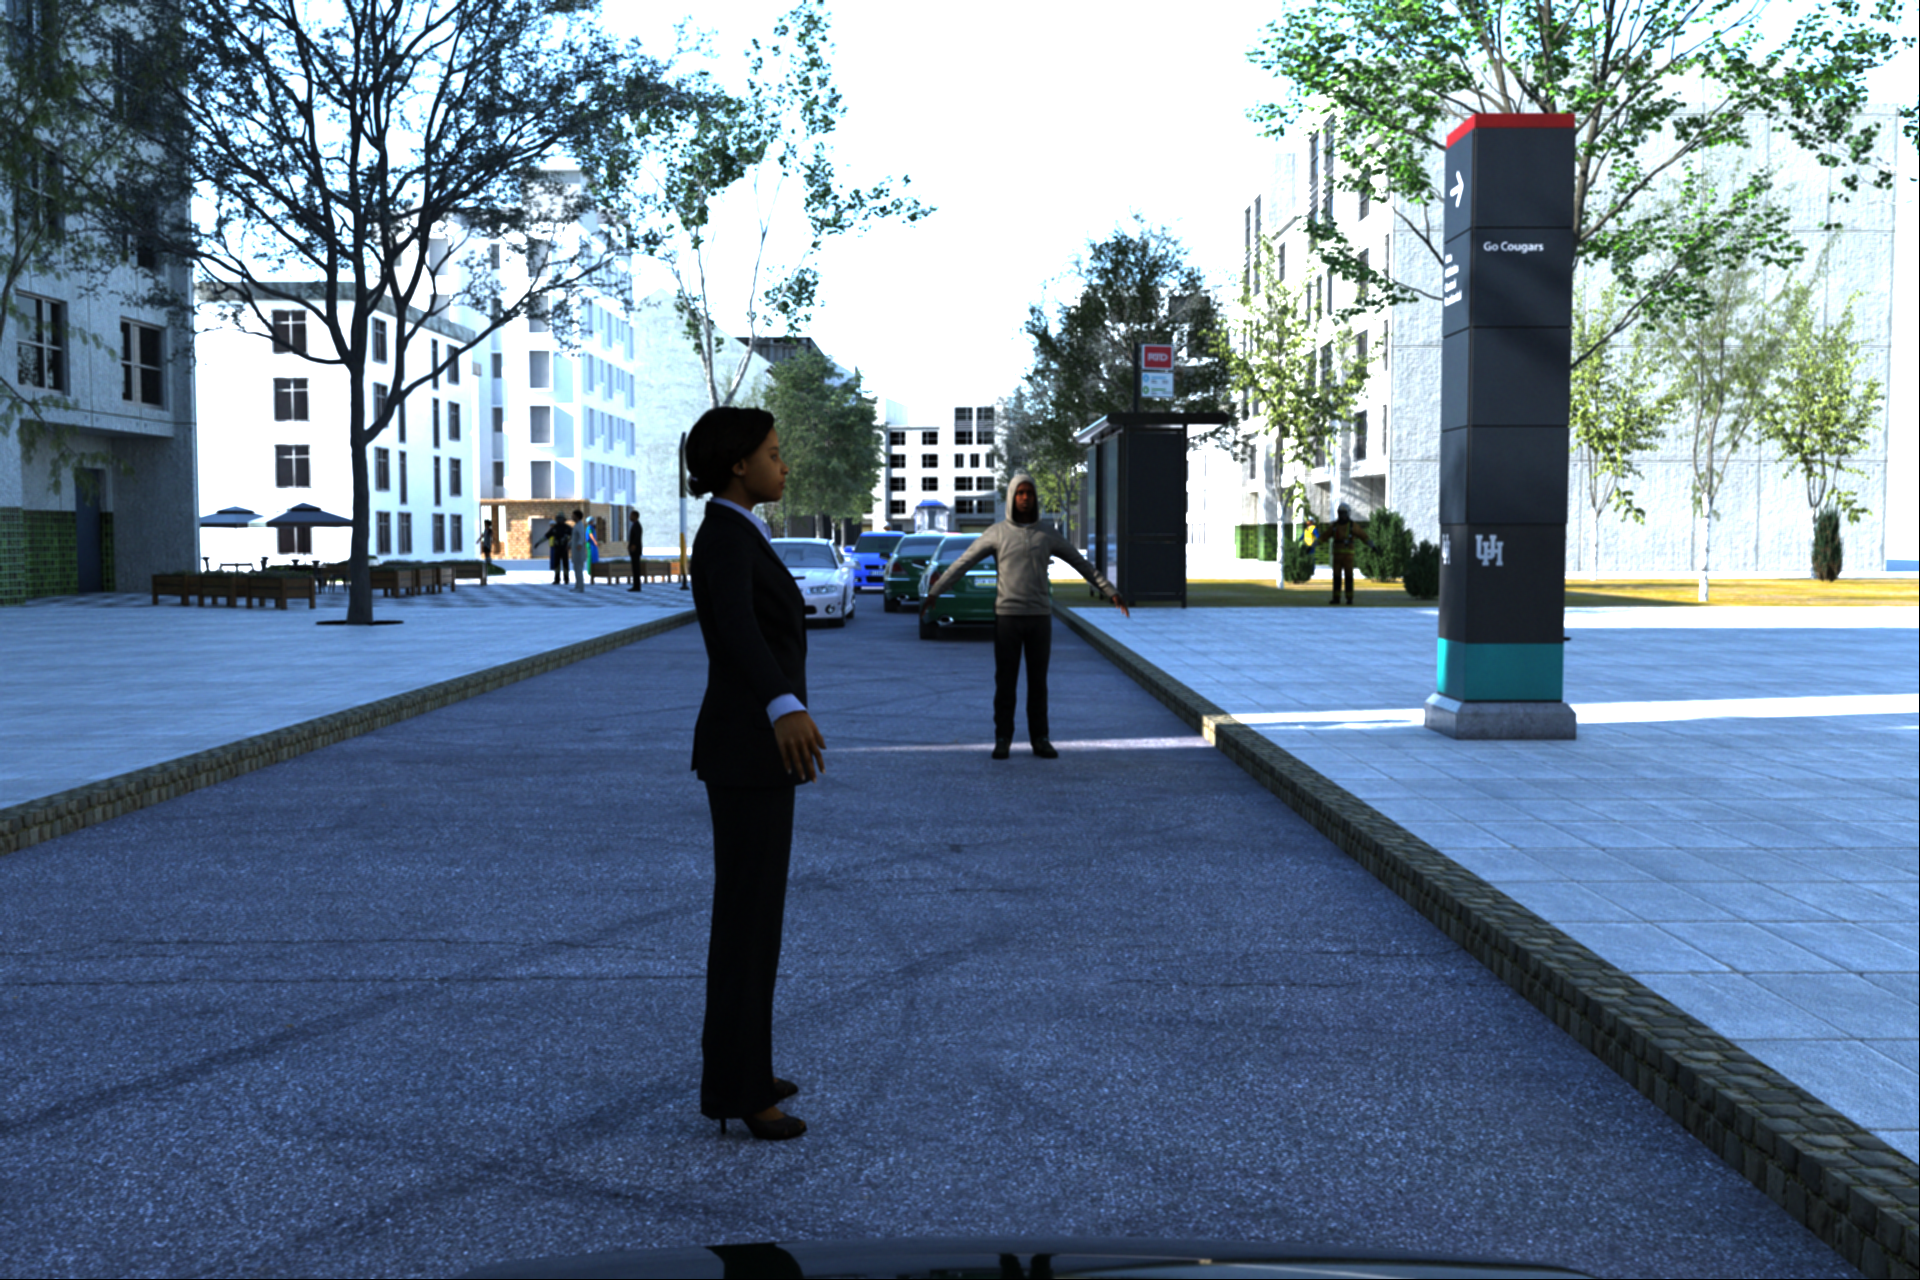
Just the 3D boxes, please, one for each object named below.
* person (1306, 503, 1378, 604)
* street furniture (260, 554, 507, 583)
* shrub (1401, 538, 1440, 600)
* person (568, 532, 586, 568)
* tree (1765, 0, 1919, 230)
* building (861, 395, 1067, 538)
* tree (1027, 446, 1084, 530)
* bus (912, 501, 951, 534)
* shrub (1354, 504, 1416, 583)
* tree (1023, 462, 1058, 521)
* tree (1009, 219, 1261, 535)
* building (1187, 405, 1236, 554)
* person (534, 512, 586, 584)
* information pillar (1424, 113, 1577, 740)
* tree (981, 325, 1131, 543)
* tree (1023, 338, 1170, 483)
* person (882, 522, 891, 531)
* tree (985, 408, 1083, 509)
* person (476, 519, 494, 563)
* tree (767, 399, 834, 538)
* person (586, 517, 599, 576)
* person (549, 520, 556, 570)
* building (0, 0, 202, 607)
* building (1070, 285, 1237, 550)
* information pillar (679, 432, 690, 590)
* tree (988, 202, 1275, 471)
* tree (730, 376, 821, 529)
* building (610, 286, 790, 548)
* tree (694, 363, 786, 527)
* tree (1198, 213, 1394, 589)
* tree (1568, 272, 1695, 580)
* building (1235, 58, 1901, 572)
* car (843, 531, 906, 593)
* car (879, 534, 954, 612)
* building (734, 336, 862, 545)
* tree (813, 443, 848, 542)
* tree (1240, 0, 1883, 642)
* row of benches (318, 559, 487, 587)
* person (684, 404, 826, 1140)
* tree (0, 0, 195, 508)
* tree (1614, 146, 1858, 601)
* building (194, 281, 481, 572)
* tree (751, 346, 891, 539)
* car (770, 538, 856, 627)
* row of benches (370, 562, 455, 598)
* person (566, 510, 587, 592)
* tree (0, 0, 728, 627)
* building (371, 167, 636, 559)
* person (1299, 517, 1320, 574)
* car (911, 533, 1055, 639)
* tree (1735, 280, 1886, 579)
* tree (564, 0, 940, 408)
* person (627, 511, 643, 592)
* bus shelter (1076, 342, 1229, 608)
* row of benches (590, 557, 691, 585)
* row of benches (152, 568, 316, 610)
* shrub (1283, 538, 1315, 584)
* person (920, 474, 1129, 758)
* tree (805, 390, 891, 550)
[{"bbox_3d":[7.003,-1.585,31.677,1.354,1.858,0.705,2,4,31],"label":"person"},{"bbox_3d":[-16.487,-2.097,49.911,5.734,0.657,10.072,0,4,2],"label":"street furniture"},{"bbox_3d":[9.124,-1.393,33.898,1.383,1.207,1.383,0,3,0],"label":"shrub"},{"bbox_3d":[-14.482,-3.638,65.755,1.348,1.796,0.705,3,5,41],"label":"person"},{"bbox_3d":[23.725,-11.056,36.655,12.611,20.169,13.585,0,3,0],"label":"tree"},{"bbox_3d":[-0.984,-21.945,227.707,31.486,18.905,16.747,1,4,9],"label":"building"},{"bbox_3d":[6.540,-10.177,116.760,4.737,8.622,4.395,0,3,0],"label":"tree"},{"bbox_3d":[-2.081,-8.586,131.929,2.896,3.916,12.251,0,3,0],"label":"bus"},{"bbox_3d":[11.189,-2.544,45.640,1.661,2.075,1.752,0,3,0],"label":"shrub"},{"bbox_3d":[6.207,-11.374,136.325,4.737,8.622,4.395,0,3,0],"label":"tree"},{"bbox_3d":[5.500,-7.165,51.562,7.601,10.594,8.767,2,4,26],"label":"tree"},{"bbox_3d":[20.567,-10.340,111.206,9.099,9.664,28.070,0,3,0],"label":"building"},{"bbox_3d":[-10.235,-2.363,44.414,1.354,1.856,0.705,0,4,6],"label":"person"},{"bbox_3d":[3.466,-1.325,11.049,0.750,3.857,0.750,0,3,0],"label":"information pillar"},{"bbox_3d":[6.160,-11.576,99.643,12.009,13.543,11.850,0,3,0],"label":"tree"},{"bbox_3d":[6.408,-8.829,78.772,8.767,10.594,7.601,2,4,32],"label":"tree"},{"bbox_3d":[-1.951,-2.409,48.312,0.721,1.772,1.216,0,4,-3],"label":"person"},{"bbox_3d":[5.625,-11.793,127.226,7.601,10.594,8.767,1,4,19],"label":"tree"},{"bbox_3d":[-17.559,-3.554,64.249,0.704,1.843,1.345,-3,5,-41],"label":"person"},{"bbox_3d":[-9.752,-8.839,94.888,4.360,8.622,3.978,0,3,0],"label":"tree"},{"bbox_3d":[-11.258,-2.868,53.016,0.704,1.817,1.347,-1,4,-19],"label":"person"},{"bbox_3d":[-14.426,-3.383,61.777,0.721,1.772,1.216,-2,4,-33],"label":"person"},{"bbox_3d":[-25.267,-9.533,22.328,16.747,18.905,31.486,0,3,0],"label":"building"},{"bbox_3d":[23.796,-19.244,158.622,27.936,21.610,32.646,0,3,0],"label":"building"},{"bbox_3d":[-6.342,-2.957,39.700,0.183,3.616,0.504,0,3,0],"label":"information pillar"},{"bbox_3d":[6.572,-9.373,63.623,12.009,13.543,11.850,0,3,0],"label":"tree"},{"bbox_3d":[-9.344,-8.018,81.459,4.360,8.622,3.978,0,3,0],"label":"tree"},{"bbox_3d":[-26.351,-20.313,163.044,19.493,23.208,18.063,0,4,1],"label":"building"},{"bbox_3d":[-9.426,-7.612,74.818,4.360,8.622,3.978,0,3,0],"label":"tree"},{"bbox_3d":[7.785,-5.514,40.514,4.737,8.622,4.395,0,3,0],"label":"tree"},{"bbox_3d":[17.957,-5.986,48.240,4.737,8.622,4.395,0,3,0],"label":"tree"},{"bbox_3d":[22.633,-12.647,73.237,16.747,18.905,31.486,0,4,0],"label":"building"},{"bbox_3d":[-1.899,-2.041,42.961,1.945,1.707,3.694,0,4,-1],"label":"car"},{"bbox_3d":[-0.510,-1.310,33.222,2.131,1.459,4.920,0,4,-1],"label":"car"},{"bbox_3d":[-25.931,-21.500,195.506,27.936,21.610,32.646,0,3,0],"label":"building"},{"bbox_3d":[-9.275,-10.955,129.481,4.360,8.622,3.978,0,3,0],"label":"tree"},{"bbox_3d":[6.888,-5.798,20.546,9.928,11.665,9.643,0,3,0],"label":"tree"},{"bbox_3d":[-13.675,-1.675,42.842,4.104,0.672,1.422,0,4,-7],"label":"row of benches"},{"bbox_3d":[-0.444,0.303,4.223,0.721,1.740,1.216,-1,4,-9],"label":"person"},{"bbox_3d":[-9.049,-3.953,14.986,4.360,8.622,3.978,0,3,0],"label":"tree"},{"bbox_3d":[14.007,-5.049,32.920,4.360,8.622,3.978,0,3,0],"label":"tree"},{"bbox_3d":[-24.537,-7.924,71.709,9.099,9.664,28.070,0,4,0],"label":"building"},{"bbox_3d":[-9.474,-12.818,116.230,9.857,13.997,8.962,0,3,0],"label":"tree"},{"bbox_3d":[-2.707,-0.967,28.166,2.083,1.381,4.827,0,4,-1],"label":"car"},{"bbox_3d":[-11.559,-1.289,36.532,1.422,0.672,4.104,0,3,0],"label":"row of benches"},{"bbox_3d":[-8.501,-1.971,38.418,0.705,1.806,1.347,-1,4,-23],"label":"person"},{"bbox_3d":[-8.432,-6.971,24.345,12.009,13.543,11.850,0,3,0],"label":"tree"},{"bbox_3d":[-24.434,-14.328,90.682,16.016,20.090,11.380,0,4,1],"label":"building"},{"bbox_3d":[10.951,-2.956,54.302,0.705,1.833,1.349,-1,4,-21],"label":"person"},{"bbox_3d":[0.343,-0.809,25.028,2.131,1.459,4.920,0,3,0],"label":"car"},{"bbox_3d":[24.460,-6.063,49.493,4.737,8.622,4.395,0,3,0],"label":"tree"},{"bbox_3d":[-7.492,-12.547,61.036,12.611,20.169,13.585,0,3,0],"label":"tree"},{"bbox_3d":[-7.280,-1.986,38.701,0.704,1.802,1.346,-1,4,-14],"label":"person"},{"bbox_3d":[3.500,-3.452,34.064,2.179,5.291,8.768,0,4,-1],"label":"bus shelter"},{"bbox_3d":[-8.126,-1.842,45.579,1.422,0.672,4.104,2,4,29],"label":"row of benches"},{"bbox_3d":[-12.819,-0.925,30.581,4.104,0.672,1.422,2,4,35],"label":"row of benches"},{"bbox_3d":[8.680,-2.047,44.593,1.383,1.207,1.383,0,3,0],"label":"shrub"},{"bbox_3d":[0.407,-0.155,11.116,1.348,1.813,0.705,0,4,-7],"label":"person"},{"bbox_3d":[-9.296,-13.346,136.342,7.486,12.596,7.792,0,3,0],"label":"tree"}]
